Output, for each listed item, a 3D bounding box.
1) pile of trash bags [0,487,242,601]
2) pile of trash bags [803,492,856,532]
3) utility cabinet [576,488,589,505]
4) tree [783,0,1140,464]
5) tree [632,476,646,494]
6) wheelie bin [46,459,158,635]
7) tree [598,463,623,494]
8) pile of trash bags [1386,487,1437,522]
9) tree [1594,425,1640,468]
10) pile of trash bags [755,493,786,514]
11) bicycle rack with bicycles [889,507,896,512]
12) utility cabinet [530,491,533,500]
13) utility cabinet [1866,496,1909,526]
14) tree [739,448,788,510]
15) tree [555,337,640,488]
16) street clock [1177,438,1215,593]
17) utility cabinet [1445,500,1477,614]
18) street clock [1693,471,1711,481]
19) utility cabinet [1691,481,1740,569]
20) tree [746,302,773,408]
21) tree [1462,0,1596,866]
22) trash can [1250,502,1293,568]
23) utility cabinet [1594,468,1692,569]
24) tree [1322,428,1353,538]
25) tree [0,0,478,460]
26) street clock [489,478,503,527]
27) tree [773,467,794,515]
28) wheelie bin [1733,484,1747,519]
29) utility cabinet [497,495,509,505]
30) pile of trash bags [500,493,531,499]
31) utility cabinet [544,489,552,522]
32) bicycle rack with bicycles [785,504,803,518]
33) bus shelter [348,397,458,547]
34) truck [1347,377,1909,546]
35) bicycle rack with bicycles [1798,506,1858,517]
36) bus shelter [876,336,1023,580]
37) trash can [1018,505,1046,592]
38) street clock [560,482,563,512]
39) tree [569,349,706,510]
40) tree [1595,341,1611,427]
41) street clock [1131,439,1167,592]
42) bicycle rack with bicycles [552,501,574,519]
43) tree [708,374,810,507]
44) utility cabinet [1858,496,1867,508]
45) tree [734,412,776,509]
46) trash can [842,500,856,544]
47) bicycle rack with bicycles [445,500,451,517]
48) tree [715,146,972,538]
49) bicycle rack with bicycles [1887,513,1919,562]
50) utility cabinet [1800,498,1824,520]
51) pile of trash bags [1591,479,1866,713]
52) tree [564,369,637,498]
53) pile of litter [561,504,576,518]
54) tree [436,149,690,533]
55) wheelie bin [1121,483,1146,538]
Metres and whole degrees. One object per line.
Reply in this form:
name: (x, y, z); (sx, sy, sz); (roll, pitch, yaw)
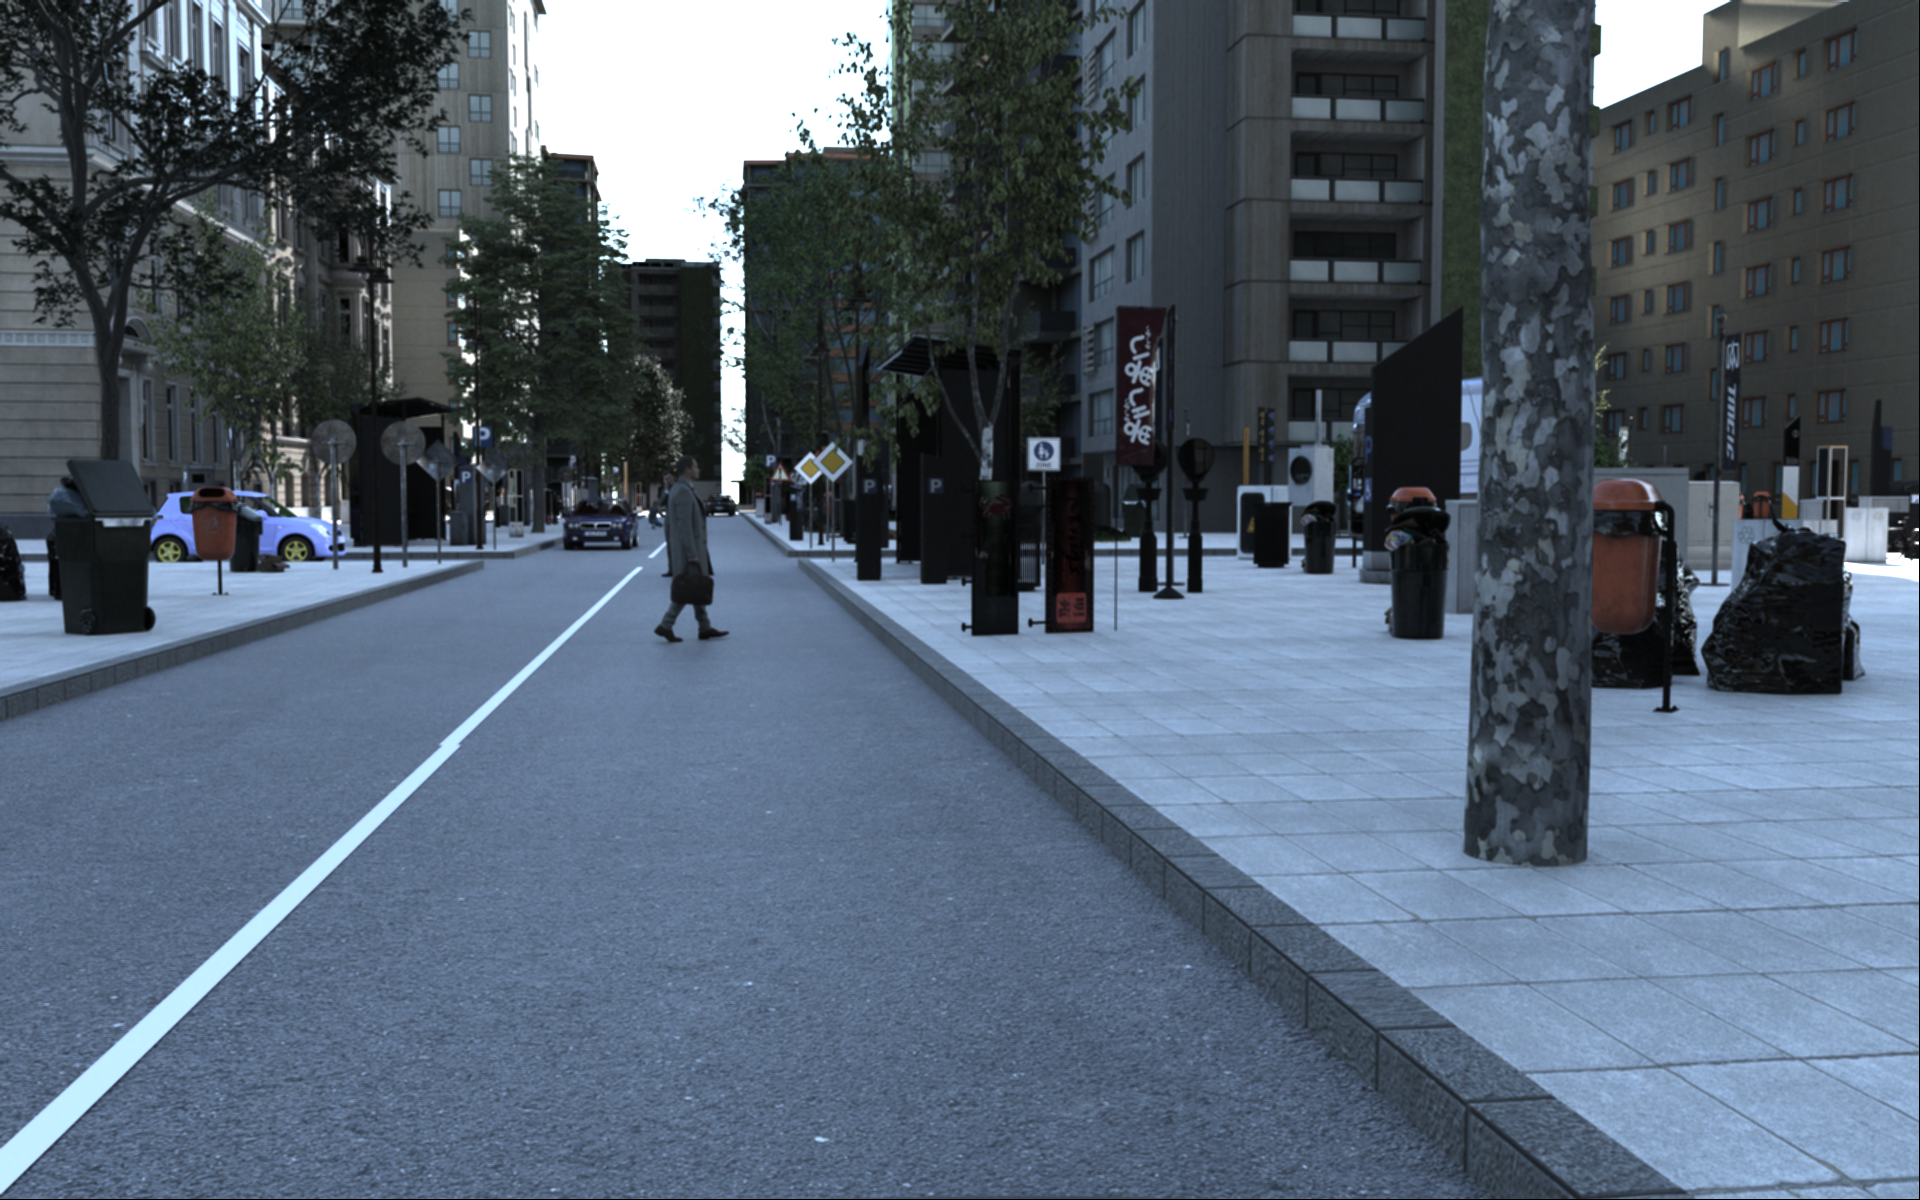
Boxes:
pile of trash bags: (-10.749, -0.719, 21.504); (3.447, 1.369, 1.912); (-1, 4, -14)
pile of trash bags: (-4.460, -3.043, 59.503); (1.912, 1.369, 3.447); (0, 4, -7)
utility cabinet: (-14.768, -3.614, 67.761); (0.318, 1.500, 1.173); (-1, 4, -22)
tree: (0.199, -4.200, 19.040); (4.737, 8.622, 4.395); (0, 3, 0)
tree: (-28.571, -9.905, 156.541); (1.663, 3.219, 1.824); (0, 3, 0)
wheelie bin: (-7.952, -0.495, 16.007); (0.693, 1.594, 0.980); (2, 4, 29)
tree: (-21.669, -6.819, 106.091); (1.663, 3.219, 1.824); (0, 3, 0)
pile of trash bags: (7.065, -0.751, 22.038); (3.447, 1.369, 1.912); (-1, 4, -12)
tree: (17.872, -3.304, 48.614); (1.663, 3.219, 1.824); (0, 3, 0)
pile of trash bags: (-12.341, -6.216, 111.380); (1.912, 1.369, 3.447); (1, 4, 16)
bicycle rack with bicycles: (-2.419, -4.714, 90.461); (2.925, 0.926, 2.852); (1, 4, 19)
utility cabinet: (-27.912, -6.314, 111.907); (1.173, 1.500, 0.318); (-1, 4, -19)
utility cabinet: (23.777, -2.021, 44.199); (1.020, 1.237, 0.306); (1, 4, 11)
tree: (-13.970, -8.629, 124.796); (4.285, 4.588, 4.351); (0, 3, 0)
tree: (-17.506, -8.052, 82.018); (4.360, 8.622, 3.978); (0, 3, 0)
street clock: (3.067, -1.101, 22.564); (0.471, 2.002, 0.358); (0, 4, 5)
utility cabinet: (5.773, -0.464, 18.749); (1.020, 1.237, 0.306); (-1, 4, -16)
street clock: (23.461, -3.073, 54.809); (0.471, 2.002, 0.358); (0, 4, 0)
utility cabinet: (12.561, -1.264, 29.345); (1.173, 1.500, 0.318); (0, 4, -3)
tree: (-5.741, -6.863, 62.573); (4.737, 8.622, 4.395); (0, 3, 0)
tree: (2.673, -9.235, 6.885); (12.611, 20.169, 13.585); (0, 3, 0)
trash can: (5.445, -1.140, 30.285); (0.748, 1.137, 0.748); (0, 3, 0)
utility cabinet: (5.511, -0.366, 14.667); (1.173, 1.500, 0.318); (0, 4, -4)
tree: (10.963, -3.423, 50.571); (1.663, 3.219, 1.824); (0, 3, 0)
tree: (-8.721, -5.119, 18.115); (8.767, 10.594, 7.601); (1, 4, 18)
street clock: (-17.855, -3.799, 66.689); (0.358, 2.002, 0.471); (3, 5, 45)
tree: (-11.336, -6.939, 108.050); (1.663, 3.219, 1.824); (0, 3, 0)
wheelie bin: (22.282, -2.571, 49.937); (0.693, 1.594, 0.980); (1, 4, 18)
utility cabinet: (-24.970, -5.116, 94.812); (1.020, 1.237, 0.306); (1, 4, 13)
pile of trash bags: (-26.764, -5.736, 103.540); (1.912, 1.369, 3.447); (-3, 4, -38)
utility cabinet: (-18.650, -4.229, 77.820); (0.318, 1.500, 1.173); (0, 4, 5)
bicycle rack with bicycles: (-8.327, -4.849, 92.655); (2.852, 0.926, 2.925); (2, 4, 30)
bus shelter: (-14.385, -3.289, 45.060); (1.731, 3.624, 6.357); (0, 4, -8)
truck: (17.703, -3.106, 40.535); (18.799, 4.110, 2.967); (-1, 4, -9)
bicycle rack with bicycles: (26.846, -2.463, 53.657); (2.852, 0.926, 2.925); (1, 4, 10)
bus shelter: (-0.263, -2.309, 29.042); (1.731, 3.624, 6.357); (0, 4, -8)
trash can: (0.767, -0.691, 22.944); (0.748, 1.137, 0.748); (0, 3, 0)
street clock: (-24.198, -6.170, 105.455); (0.358, 2.002, 0.471); (-1, 4, -12)
tree: (-25.496, -13.449, 136.903); (9.611, 12.733, 9.660); (0, 3, 0)
tree: (22.700, -7.116, 66.714); (4.360, 8.622, 3.978); (0, 3, 0)
street clock: (2.474, -1.110, 22.719); (0.471, 2.002, 0.358); (2, 4, 33)
bicycle rack with bicycles: (-20.833, -4.672, 89.766); (2.852, 0.926, 2.925); (-3, 4, -37)
tree: (-19.761, -15.773, 168.263); (12.009, 13.543, 11.850); (0, 3, 0)
utility cabinet: (24.675, -2.180, 46.804); (0.306, 1.237, 1.020); (0, 3, 0)
tree: (-17.996, -12.318, 151.765); (4.360, 8.622, 3.978); (0, 3, 0)
trash can: (-2.698, -2.023, 44.723); (0.748, 1.137, 0.748); (0, 3, 0)
bicycle rack with bicycles: (-28.162, -5.037, 95.733); (2.925, 0.926, 2.852); (1, 4, 22)
tree: (-3.339, -7.668, 51.129); (9.928, 11.665, 9.643); (0, 3, 0)
bicycle rack with bicycles: (18.961, -1.136, 31.961); (2.852, 0.926, 2.925); (0, 4, -7)
utility cabinet: (12.317, -0.853, 25.105); (0.306, 1.237, 1.020); (2, 4, 25)
pile of trash bags: (4.828, -0.107, 11.495); (1.912, 1.369, 3.447); (3, 4, 36)
tree: (-19.765, -8.925, 96.280); (4.737, 8.622, 4.395); (0, 3, 0)
pile of litter: (-20.610, -4.803, 92.498); (1.176, 0.858, 1.719); (-3, 4, -36)
tree: (-13.774, -8.535, 57.668); (7.486, 12.596, 7.792); (0, 3, 0)
wheelie bin: (5.208, -2.654, 51.296); (0.980, 1.594, 0.693); (3, 5, 41)
